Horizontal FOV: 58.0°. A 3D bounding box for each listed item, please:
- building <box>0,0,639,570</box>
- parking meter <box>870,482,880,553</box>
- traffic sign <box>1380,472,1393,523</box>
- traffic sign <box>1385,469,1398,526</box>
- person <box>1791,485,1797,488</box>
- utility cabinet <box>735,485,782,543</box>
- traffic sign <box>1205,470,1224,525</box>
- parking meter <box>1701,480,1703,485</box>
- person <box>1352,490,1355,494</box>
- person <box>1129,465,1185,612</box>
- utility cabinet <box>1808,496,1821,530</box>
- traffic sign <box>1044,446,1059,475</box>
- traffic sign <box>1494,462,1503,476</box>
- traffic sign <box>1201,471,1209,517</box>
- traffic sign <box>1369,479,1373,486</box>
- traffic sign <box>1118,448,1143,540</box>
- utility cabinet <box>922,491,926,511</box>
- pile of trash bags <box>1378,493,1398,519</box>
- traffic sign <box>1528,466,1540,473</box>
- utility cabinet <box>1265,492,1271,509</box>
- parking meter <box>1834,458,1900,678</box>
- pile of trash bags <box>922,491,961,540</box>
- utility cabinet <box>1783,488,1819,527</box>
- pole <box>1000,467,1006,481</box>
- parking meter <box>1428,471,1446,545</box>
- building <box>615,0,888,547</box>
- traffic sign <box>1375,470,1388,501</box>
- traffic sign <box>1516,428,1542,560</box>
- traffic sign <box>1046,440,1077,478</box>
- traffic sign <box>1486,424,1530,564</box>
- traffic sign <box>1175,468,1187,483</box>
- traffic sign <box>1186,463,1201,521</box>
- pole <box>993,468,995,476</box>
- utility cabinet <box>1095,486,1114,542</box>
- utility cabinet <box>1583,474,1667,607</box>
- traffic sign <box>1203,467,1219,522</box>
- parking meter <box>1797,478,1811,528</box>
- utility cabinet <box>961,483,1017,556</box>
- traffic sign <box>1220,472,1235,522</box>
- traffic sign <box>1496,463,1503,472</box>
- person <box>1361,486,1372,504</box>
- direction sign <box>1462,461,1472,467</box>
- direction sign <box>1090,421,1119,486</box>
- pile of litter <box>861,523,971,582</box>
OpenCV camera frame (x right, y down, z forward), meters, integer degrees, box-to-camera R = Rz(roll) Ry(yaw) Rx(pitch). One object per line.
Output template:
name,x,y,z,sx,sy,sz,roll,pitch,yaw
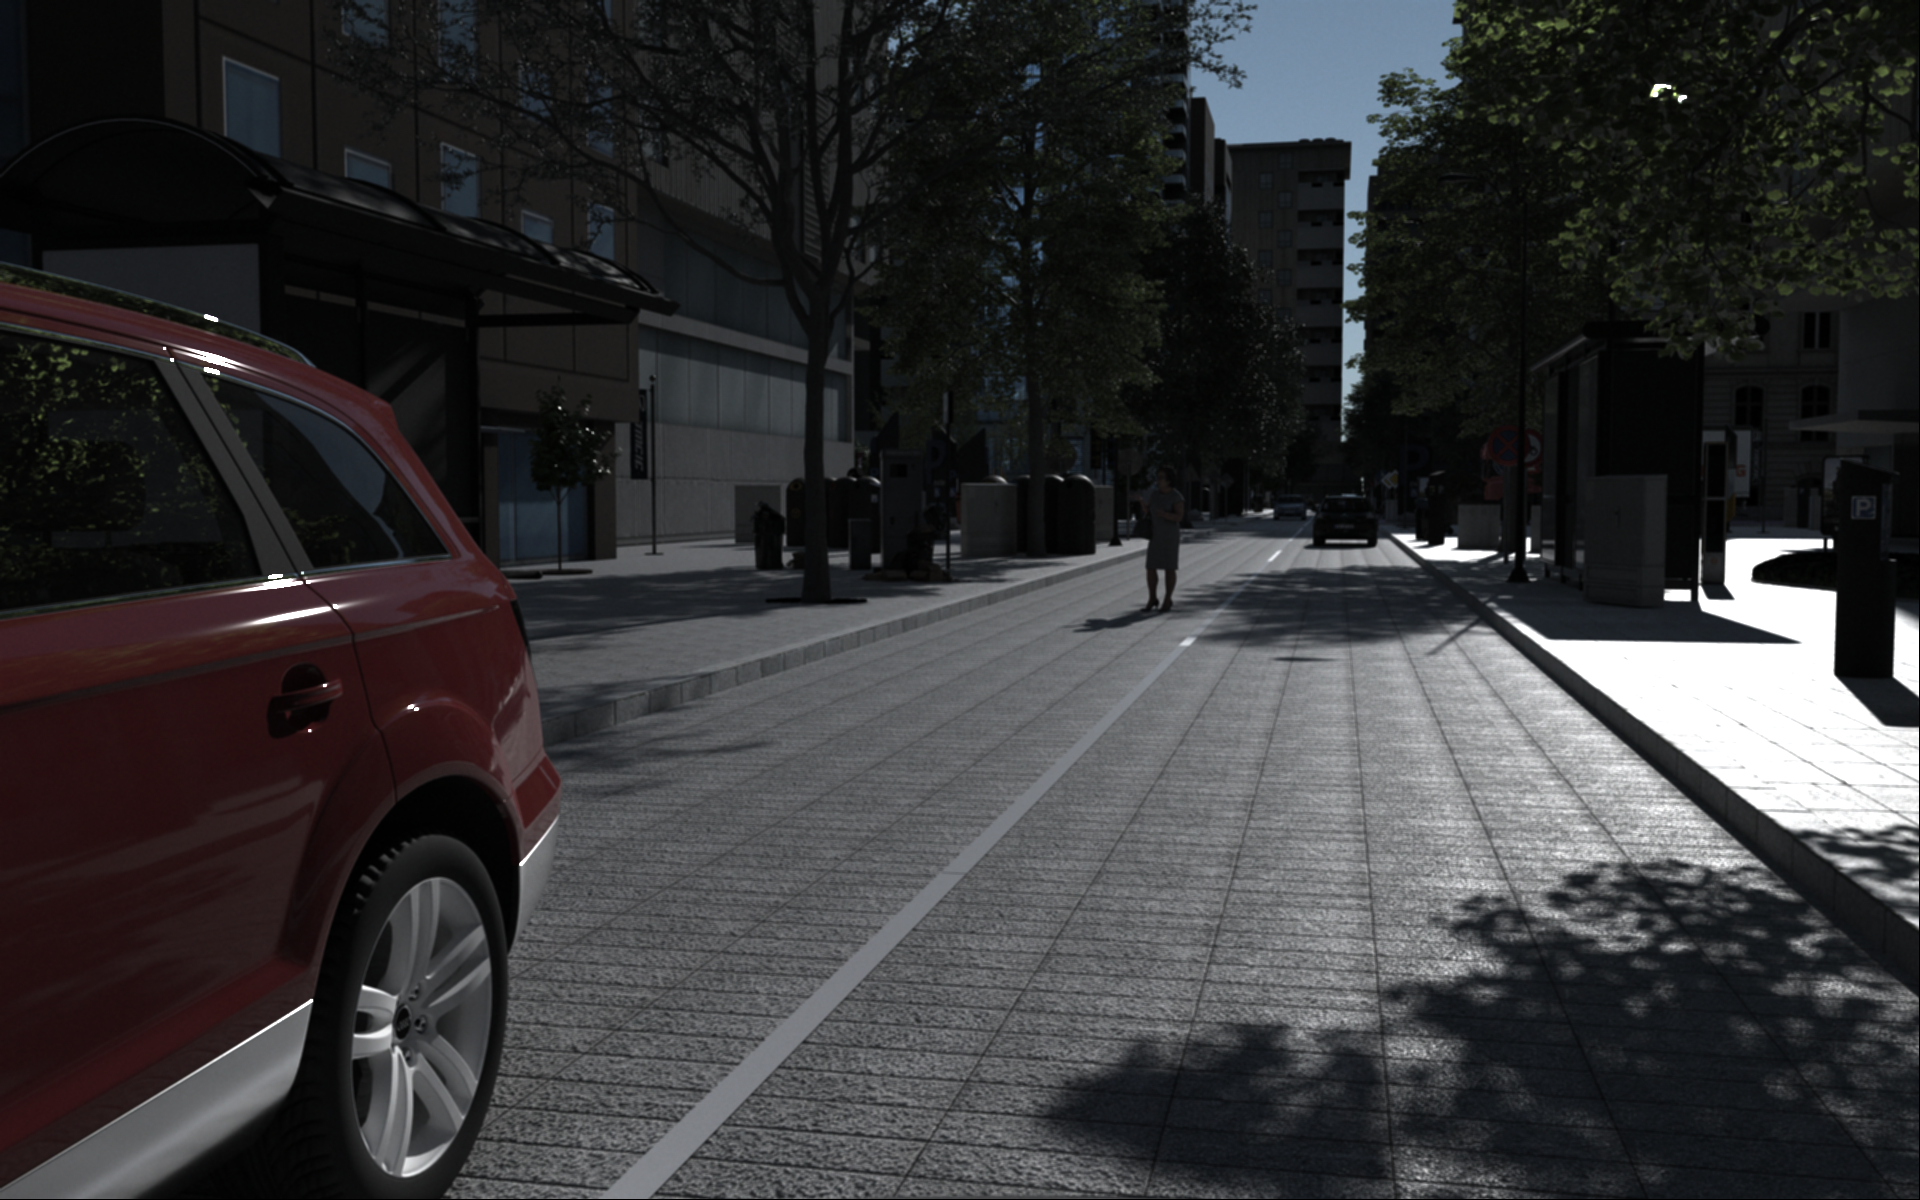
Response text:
building,-14.642,-23.104,27.855,14.600,45.320,14.200,1,4,12
parking meter,-1.772,-1.787,37.629,0.372,1.533,0.369,0,3,0
traffic sign,19.275,-4.535,77.792,0.795,2.450,0.064,1,4,12
traffic sign,17.576,-4.058,69.989,0.795,2.450,0.064,1,4,12
person,33.008,-3.664,68.646,0.529,1.795,0.600,0,4,6
utility cabinet,-5.162,-2.184,44.388,1.173,1.500,0.318,0,4,-1
traffic sign,10.501,-4.153,71.545,0.795,2.450,0.064,1,4,12
parking meter,29.233,-3.834,68.394,0.399,1.863,0.255,2,4,31
person,32.451,-8.206,143.154,0.515,1.767,0.782,2,4,24
person,2.358,-0.748,21.091,0.716,1.782,0.532,3,5,45
utility cabinet,30.593,-3.065,61.278,1.020,1.237,0.306,0,4,-3
traffic sign,2.419,-2.788,45.690,0.768,2.556,0.104,1,4,18
traffic sign,15.787,-3.052,50.013,0.768,2.556,0.104,1,4,13
traffic sign,13.693,-6.008,98.231,0.884,2.594,0.081,1,4,17
traffic sign,28.761,-7.342,120.145,0.768,2.556,0.104,1,4,21
traffic sign,4.679,-2.937,48.121,0.768,2.556,0.104,1,4,13
utility cabinet,-2.885,-7.150,125.586,0.318,1.500,1.173,2,4,29
pile of trash bags,22.232,-4.777,87.859,1.912,1.369,3.447,1,4,10
traffic sign,14.348,-2.707,44.264,0.884,2.594,0.081,1,4,20
utility cabinet,27.026,-8.761,151.919,0.318,1.500,1.173,1,4,19
parking meter,6.380,-0.231,12.186,0.372,1.533,0.369,0,3,0
pile of trash bags,-0.889,-2.342,48.038,3.447,1.369,1.912,3,5,42
utility cabinet,32.116,-3.515,66.150,1.173,1.500,0.318,2,4,24
pole,3.195,-8.481,132.511,0.158,3.312,0.155,0,3,0
parking meter,12.140,-2.350,44.126,0.399,1.863,0.255,-2,4,-32
building,-18.123,-28.347,52.710,27.495,52.752,28.713,1,4,12
traffic sign,22.575,-5.651,92.504,0.768,2.556,0.104,1,4,19
traffic sign,10.978,-2.052,33.649,0.768,2.556,0.104,1,4,15
traffic sign,2.376,-2.494,40.889,0.768,2.556,0.104,1,4,21
traffic sign,10.031,-1.935,31.738,0.768,2.556,0.104,1,4,16
traffic sign,10.006,-4.869,79.615,0.884,2.594,0.081,1,4,16
traffic sign,9.566,-4.404,72.003,0.884,2.594,0.081,1,4,20
pole,2.654,-8.691,135.934,0.158,3.312,0.155,0,3,0
utility cabinet,3.565,-2.271,45.812,1.173,1.500,0.318,-3,4,-37
utility cabinet,7.631,-0.688,19.936,0.318,1.500,1.173,-1,4,-12
traffic sign,11.592,-4.890,80.050,0.768,2.556,0.104,1,4,19
parking meter,31.548,-3.612,64.772,0.255,1.863,0.399,-2,4,-24
utility cabinet,0.600,-1.652,35.692,1.173,1.500,0.318,-2,4,-29
traffic sign,12.201,-4.630,79.348,0.795,2.450,0.064,1,4,12
traffic sign,13.781,-2.645,43.349,0.768,2.556,0.104,1,4,20
person,18.418,-4.272,78.588,0.600,1.795,0.529,-2,4,-28
direction sign,34.959,-7.804,119.594,0.379,3.537,0.876,-2,4,-33
direction sign,4.494,-3.788,53.925,0.876,3.537,0.379,0,4,-2
pile of litter,-0.671,-0.714,25.639,1.719,0.858,1.176,3,5,44
